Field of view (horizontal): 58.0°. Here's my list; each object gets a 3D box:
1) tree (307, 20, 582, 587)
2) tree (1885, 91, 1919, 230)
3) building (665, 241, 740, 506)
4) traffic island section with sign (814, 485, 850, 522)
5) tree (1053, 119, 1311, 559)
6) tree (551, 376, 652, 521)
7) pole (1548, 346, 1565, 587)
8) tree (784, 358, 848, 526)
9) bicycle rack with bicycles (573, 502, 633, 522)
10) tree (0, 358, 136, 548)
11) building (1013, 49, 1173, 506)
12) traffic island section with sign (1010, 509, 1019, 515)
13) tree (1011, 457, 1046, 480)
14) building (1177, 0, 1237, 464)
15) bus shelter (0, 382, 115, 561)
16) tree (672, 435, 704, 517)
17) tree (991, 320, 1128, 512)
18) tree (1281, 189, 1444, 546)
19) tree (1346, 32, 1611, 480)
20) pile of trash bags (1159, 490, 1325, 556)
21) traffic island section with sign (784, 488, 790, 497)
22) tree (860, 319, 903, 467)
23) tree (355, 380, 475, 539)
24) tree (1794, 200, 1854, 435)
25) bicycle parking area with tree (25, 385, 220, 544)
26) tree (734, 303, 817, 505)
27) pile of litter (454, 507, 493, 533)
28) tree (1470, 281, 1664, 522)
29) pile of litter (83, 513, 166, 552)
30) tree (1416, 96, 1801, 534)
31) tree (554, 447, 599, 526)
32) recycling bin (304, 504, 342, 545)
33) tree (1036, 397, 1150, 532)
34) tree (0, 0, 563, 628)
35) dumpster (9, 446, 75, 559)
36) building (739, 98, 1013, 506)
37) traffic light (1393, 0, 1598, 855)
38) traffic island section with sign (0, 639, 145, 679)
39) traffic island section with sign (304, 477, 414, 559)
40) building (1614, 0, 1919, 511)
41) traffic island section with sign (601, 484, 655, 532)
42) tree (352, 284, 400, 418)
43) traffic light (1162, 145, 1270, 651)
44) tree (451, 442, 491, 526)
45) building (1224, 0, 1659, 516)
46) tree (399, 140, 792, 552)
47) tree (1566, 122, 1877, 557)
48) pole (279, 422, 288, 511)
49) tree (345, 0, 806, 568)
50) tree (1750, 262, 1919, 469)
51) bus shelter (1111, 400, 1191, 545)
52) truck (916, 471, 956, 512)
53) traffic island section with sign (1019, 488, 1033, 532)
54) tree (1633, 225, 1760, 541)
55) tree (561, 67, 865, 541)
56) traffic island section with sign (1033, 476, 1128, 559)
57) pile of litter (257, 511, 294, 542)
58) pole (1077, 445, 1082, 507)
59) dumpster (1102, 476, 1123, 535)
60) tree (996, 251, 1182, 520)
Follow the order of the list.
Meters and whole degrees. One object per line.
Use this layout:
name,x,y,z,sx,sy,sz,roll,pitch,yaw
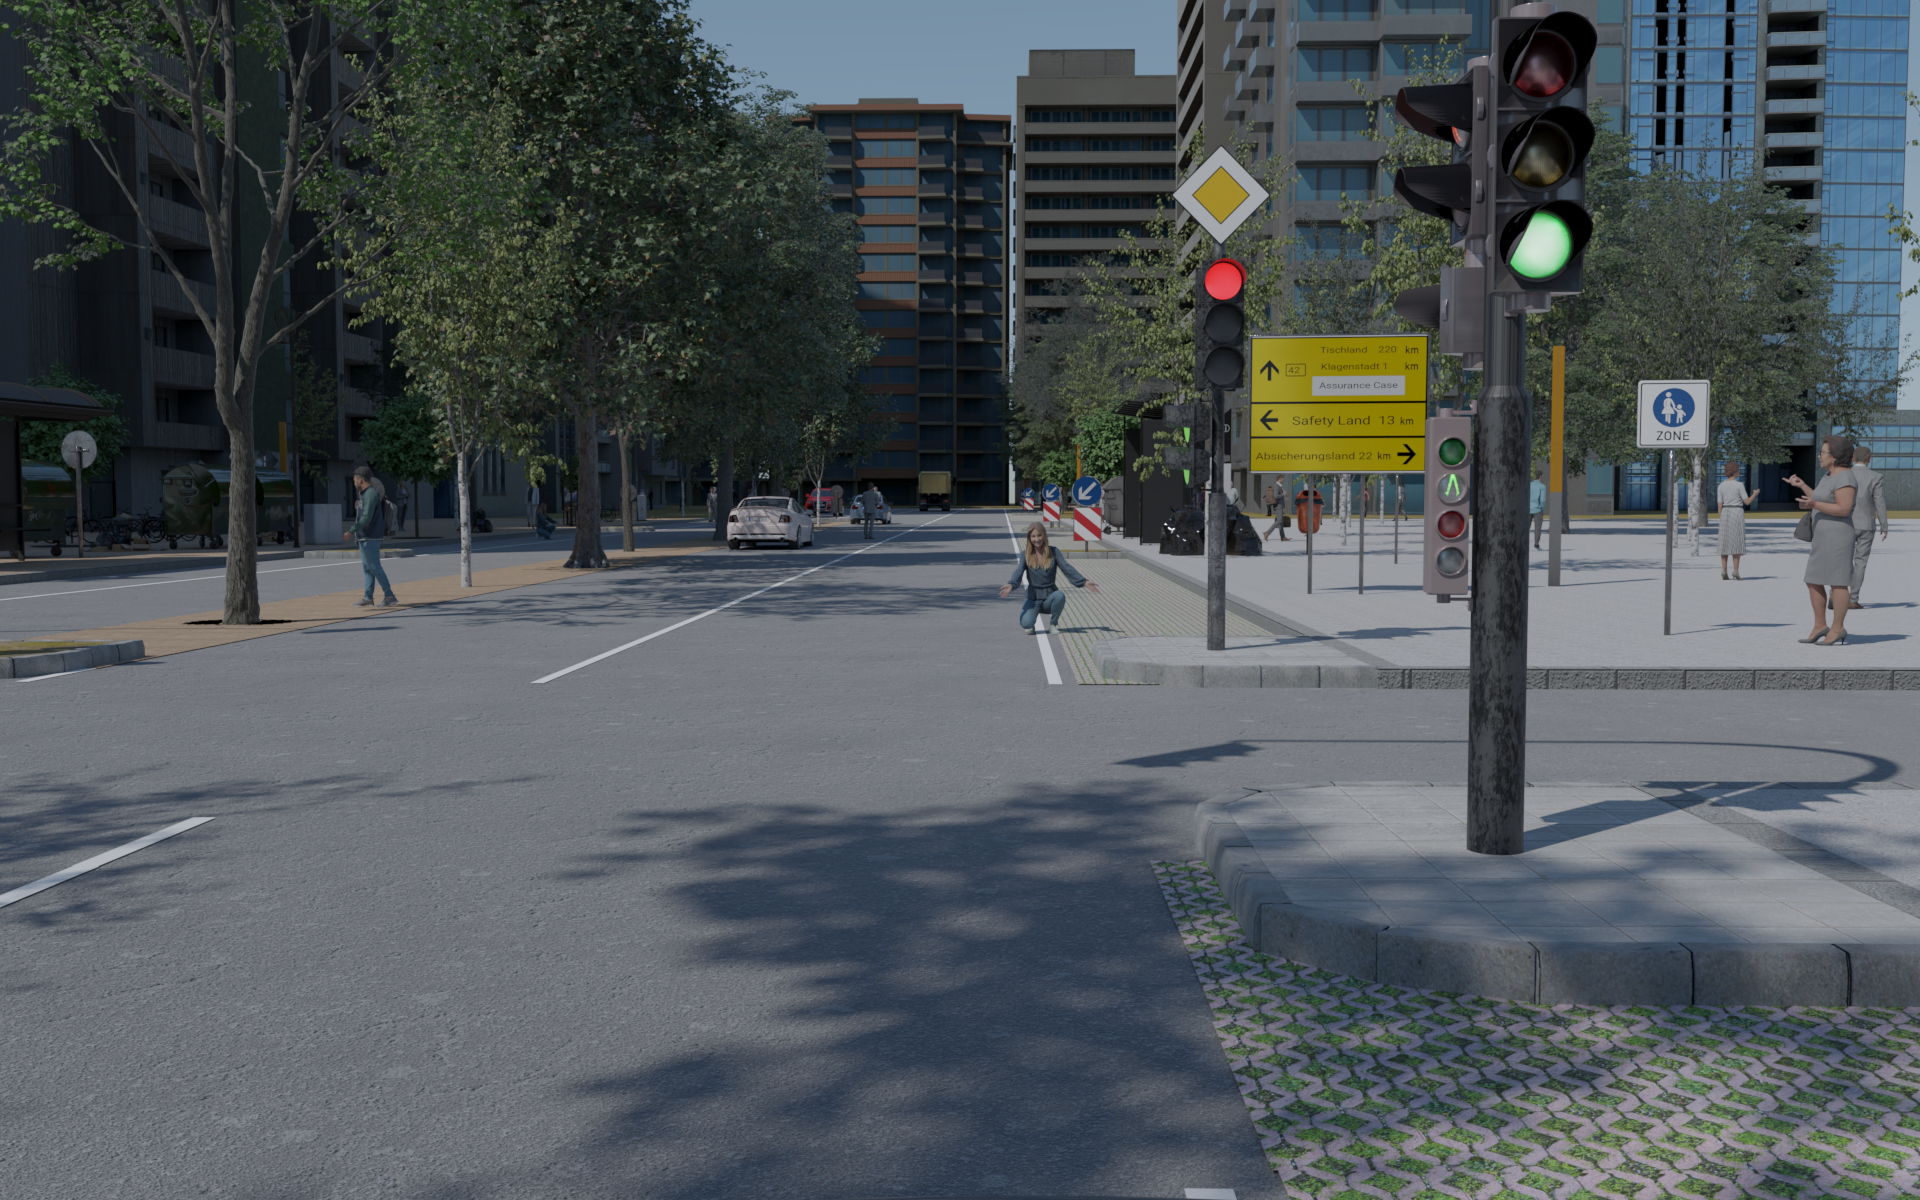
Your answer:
tree,-7.524,-4.478,26.034,4.737,8.622,4.395,0,3,0
tree,17.283,-4.771,28.370,4.737,8.622,4.395,0,3,0
building,-37.371,-33.097,195.767,28.867,44.769,22.147,0,4,1
traffic island section with sign,-6.421,-4.962,89.266,2.006,1.907,1.989,0,4,1
tree,4.770,-5.129,34.223,4.737,8.622,4.395,0,3,0
tree,-15.624,-10.528,82.501,12.009,13.543,11.850,0,3,0
pole,8.267,-1.844,23.995,0.158,3.312,0.155,0,3,0
tree,-6.244,-7.560,76.433,4.360,8.622,3.978,0,3,0
bicycle rack with bicycles,-16.588,-3.982,78.481,2.925,0.926,2.852,2,4,26
tree,-21.749,-3.569,42.069,4.285,4.588,4.351,0,3,0
building,16.682,-34.817,192.959,21.600,48.544,21.300,0,4,1
traffic island section with sign,4.489,-6.566,115.976,1.989,1.847,2.006,0,4,1
tree,8.372,-14.117,165.217,7.601,10.594,8.767,-2,4,-28
building,29.416,-31.700,141.998,21.300,48.544,21.600,0,4,1
bus shelter,-17.332,-2.245,30.634,2.014,3.302,5.546,0,4,1
tree,-15.228,-8.929,96.350,4.360,8.622,3.978,0,3,0
tree,7.762,-13.481,127.064,9.857,13.997,8.962,0,3,0
tree,9.712,-5.665,42.987,4.360,8.622,3.978,0,3,0
tree,8.032,-4.747,27.980,4.737,8.622,4.395,0,3,0
pile of trash bags,5.950,-1.644,36.629,3.447,1.369,1.912,0,4,5
traffic island section with sign,-11.723,-6.589,116.361,1.989,1.847,2.006,0,4,1
tree,-7.182,-9.117,68.520,9.611,12.733,9.660,0,3,0
tree,-15.627,-4.055,50.009,4.285,4.588,4.351,0,3,0
tree,28.887,-9.805,66.975,9.857,13.997,8.962,0,3,0
bicycle parking area with tree,-24.775,-3.745,48.229,9.016,4.147,8.231,1,4,9
tree,-7.167,-6.582,60.443,4.737,8.622,4.395,0,3,0
pile of litter,-16.085,-2.637,57.080,1.176,0.858,1.719,2,4,27
tree,28.192,-9.995,80.430,9.611,12.733,9.660,0,3,0
pile of litter,-18.718,-1.525,38.891,1.719,0.858,1.176,-1,4,-20
tree,19.254,-9.072,54.985,9.857,13.997,8.962,0,3,0
tree,-15.545,-4.645,70.549,1.663,3.219,1.824,0,3,0
recycling bin,-16.192,-1.925,44.021,0.722,1.027,0.722,-3,5,-41
tree,5.283,-4.564,58.340,4.285,4.588,4.351,0,3,0
tree,-7.778,-5.524,18.528,9.928,11.665,9.643,0,3,0
dumpster,-18.955,-1.968,34.673,1.502,2.255,1.985,0,4,1
building,-8.524,-33.023,194.558,28.867,44.769,22.147,0,4,1
traffic light,-0.191,-1.920,6.060,4.771,5.953,1.251,0,4,1
traffic island section with sign,-8.158,-0.368,14.148,2.006,1.907,1.989,0,4,1
traffic island section with sign,-13.513,-1.871,39.226,1.989,1.847,2.006,0,4,1
building,61.372,-50.636,140.566,31.000,86.520,22.319,0,4,1
traffic island section with sign,-12.869,-3.566,66.930,1.989,1.847,2.006,0,4,1
tree,-16.841,-7.599,58.653,7.601,10.594,8.767,-2,4,-31
traffic light,2.088,-1.542,14.136,0.839,4.253,0.868,0,4,1
tree,-20.077,-7.294,69.617,4.360,8.622,3.978,0,3,0
building,29.703,-30.348,115.794,23.786,49.044,30.456,0,4,1
tree,-8.145,-6.480,42.811,8.767,10.594,7.601,0,4,1
tree,15.319,-5.197,35.334,4.360,8.622,3.978,0,3,0
pole,-19.170,-3.380,49.109,0.158,3.312,0.155,0,3,0
tree,-7.209,-6.967,33.380,9.611,12.733,9.660,0,3,0
tree,29.092,-6.528,57.094,4.360,8.622,3.978,0,3,0
bus shelter,5.081,-3.368,46.345,1.731,3.624,6.357,0,4,1
truck,-2.077,-9.174,145.921,3.469,3.379,9.791,0,4,0
traffic island section with sign,3.338,-3.496,65.789,1.989,1.847,2.006,0,4,1
tree,19.565,-5.893,46.708,4.737,8.622,4.395,0,3,0
tree,-7.253,-8.794,52.897,9.857,13.997,8.962,0,3,0
traffic island section with sign,2.706,-1.848,38.841,1.989,1.847,2.006,0,4,1
pile of litter,-18.519,-2.006,46.767,1.176,0.858,1.719,0,4,0
pole,4.956,-4.768,71.801,0.158,3.312,0.155,0,3,0
dumpster,5.190,-3.012,55.012,1.264,1.857,1.865,0,4,1
tree,6.316,-10.807,87.068,12.009,13.543,11.850,0,3,0
